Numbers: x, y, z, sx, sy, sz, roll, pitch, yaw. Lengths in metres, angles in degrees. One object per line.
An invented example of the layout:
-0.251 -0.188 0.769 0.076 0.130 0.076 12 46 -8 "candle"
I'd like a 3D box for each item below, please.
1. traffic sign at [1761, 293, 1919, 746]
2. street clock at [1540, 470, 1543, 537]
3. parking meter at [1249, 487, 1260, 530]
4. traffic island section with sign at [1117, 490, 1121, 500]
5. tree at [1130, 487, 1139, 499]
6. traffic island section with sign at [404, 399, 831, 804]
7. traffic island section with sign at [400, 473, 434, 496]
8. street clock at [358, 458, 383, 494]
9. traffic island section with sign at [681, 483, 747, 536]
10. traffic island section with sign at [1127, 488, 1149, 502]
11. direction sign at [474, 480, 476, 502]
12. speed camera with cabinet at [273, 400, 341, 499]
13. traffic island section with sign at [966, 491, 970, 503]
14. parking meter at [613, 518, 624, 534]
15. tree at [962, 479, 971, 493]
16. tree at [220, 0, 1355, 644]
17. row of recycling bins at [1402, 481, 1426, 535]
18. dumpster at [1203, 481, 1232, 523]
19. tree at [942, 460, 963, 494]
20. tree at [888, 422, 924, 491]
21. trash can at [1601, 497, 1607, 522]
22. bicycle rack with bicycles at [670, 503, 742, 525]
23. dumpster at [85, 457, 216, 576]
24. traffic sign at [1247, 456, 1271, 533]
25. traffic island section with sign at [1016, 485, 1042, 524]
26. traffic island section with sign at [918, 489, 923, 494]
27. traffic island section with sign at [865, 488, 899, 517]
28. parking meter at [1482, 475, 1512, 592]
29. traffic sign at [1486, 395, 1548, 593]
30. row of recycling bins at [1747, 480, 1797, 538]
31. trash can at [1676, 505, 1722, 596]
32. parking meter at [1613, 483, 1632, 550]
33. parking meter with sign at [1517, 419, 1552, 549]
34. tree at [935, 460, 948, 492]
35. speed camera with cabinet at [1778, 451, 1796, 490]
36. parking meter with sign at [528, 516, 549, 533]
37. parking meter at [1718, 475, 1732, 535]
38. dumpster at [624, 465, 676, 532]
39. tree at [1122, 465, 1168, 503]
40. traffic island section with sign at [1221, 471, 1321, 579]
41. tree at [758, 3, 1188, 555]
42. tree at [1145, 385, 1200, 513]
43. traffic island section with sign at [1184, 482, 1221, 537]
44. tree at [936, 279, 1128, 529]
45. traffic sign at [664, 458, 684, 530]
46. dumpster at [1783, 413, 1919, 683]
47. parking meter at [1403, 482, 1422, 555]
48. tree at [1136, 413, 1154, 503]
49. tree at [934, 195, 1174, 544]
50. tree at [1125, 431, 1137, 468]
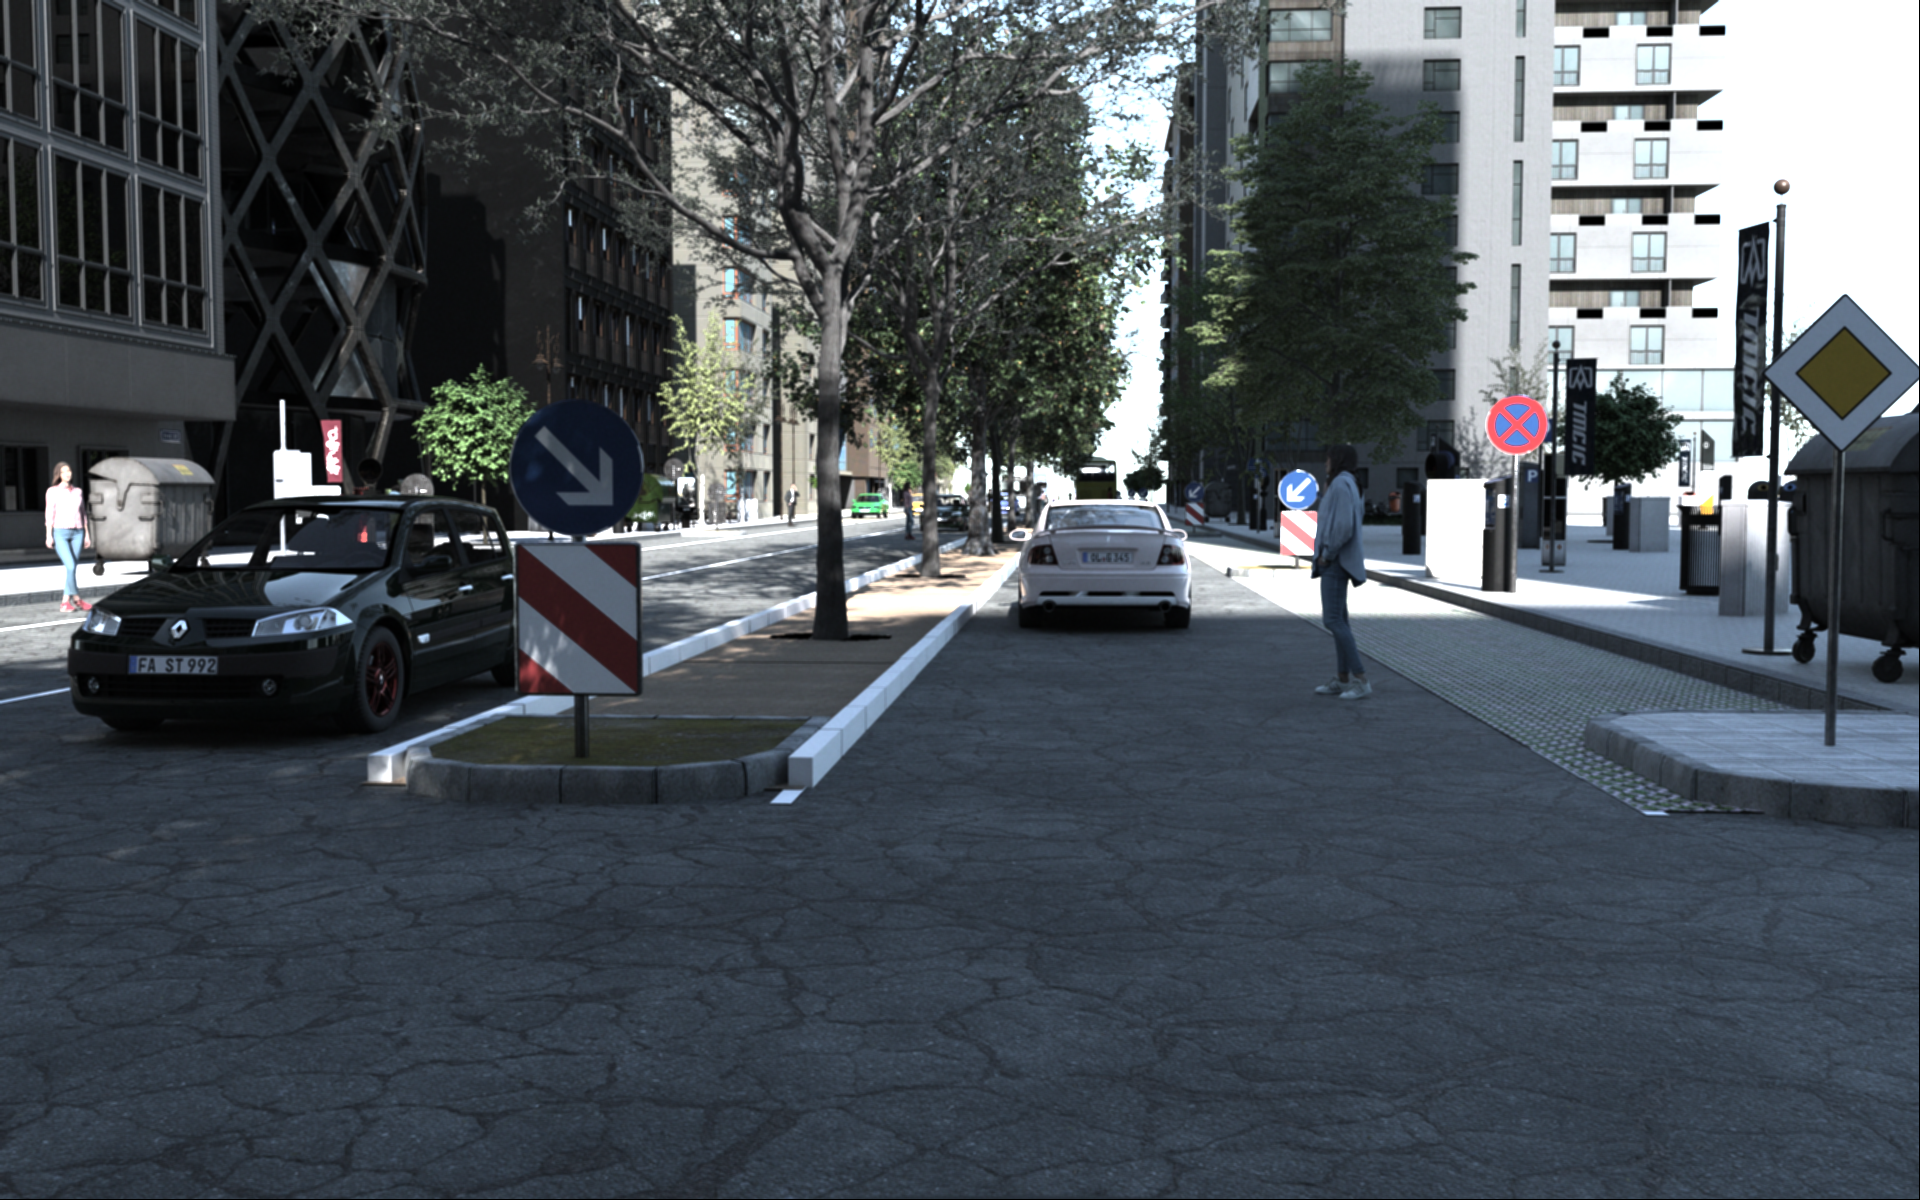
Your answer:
4.438 -0.314 8.777 0.795 2.450 0.064 0 4 4 "traffic sign"
17.253 -2.862 51.357 0.358 2.002 0.471 -1 4 -17 "street clock"
10.610 -3.298 62.333 0.372 1.533 0.369 0 3 0 "parking meter"
13.295 -7.763 135.558 1.989 1.847 2.006 0 4 4 "traffic island section with sign"
20.696 -12.688 202.043 1.663 3.219 1.824 0 3 0 "tree"
-1.792 -0.051 8.964 2.006 1.907 1.989 0 4 4 "traffic island section with sign"
-10.404 -1.468 32.626 1.989 1.847 2.006 0 4 4 "traffic island section with sign"
-11.815 -1.845 34.735 0.471 2.002 0.358 -1 4 -18 "street clock"
-8.439 -3.128 59.778 1.989 1.847 2.006 0 4 4 "traffic island section with sign"
11.361 -6.116 108.626 1.989 1.847 2.006 0 4 4 "traffic island section with sign"
-15.451 -3.862 55.142 0.876 3.537 0.379 1 4 9 "direction sign"
-13.619 -2.556 36.122 0.660 3.252 2.038 -3 5 -44 "speed camera with cabinet"
1.087 -11.180 191.423 1.989 1.847 2.006 0 4 4 "traffic island section with sign"
-11.022 -2.903 55.867 0.372 1.533 0.369 0 3 0 "parking meter"
1.060 -13.815 220.470 1.663 3.219 1.824 0 3 0 "tree"
-1.295 -6.358 16.787 12.009 13.543 11.850 0 3 0 "tree"
15.232 -2.836 53.481 1.069 1.692 3.534 -3 5 -43 "row of recycling bins"
11.664 -4.444 78.421 1.264 1.857 1.865 0 4 4 "dumpster"
-1.223 -15.120 197.581 4.737 8.622 4.395 0 3 0 "tree"
-3.332 -14.926 162.161 7.486 12.596 7.792 0 3 0 "tree"
28.765 -3.975 76.652 0.748 1.137 0.748 0 3 0 "trash can"
-10.836 -3.623 72.617 2.925 0.926 2.852 0 4 6 "bicycle rack with bicycles"
-12.937 -1.342 27.707 1.264 1.857 1.865 0 4 4 "dumpster"
9.790 -3.466 56.782 0.768 2.556 0.104 1 4 9 "traffic sign"
3.621 -4.634 83.908 2.006 1.907 1.989 0 4 4 "traffic island section with sign"
-2.931 -7.787 135.940 1.989 1.847 2.006 0 4 4 "traffic island section with sign"
-4.891 -6.131 108.866 1.989 1.847 2.006 0 4 4 "traffic island section with sign"
7.071 -0.879 22.789 0.372 1.533 0.369 0 3 0 "parking meter"
7.165 -1.361 22.352 0.768 2.556 0.104 1 4 11 "traffic sign"
24.976 -2.686 51.021 1.069 1.692 3.534 -3 5 -42 "row of recycling bins"
9.508 -0.637 22.065 0.748 1.137 0.748 0 3 0 "trash can"
15.295 -1.932 40.004 0.372 1.533 0.369 0 3 0 "parking meter"
13.439 -2.731 40.908 0.543 3.016 1.738 0 4 1 "parking meter with sign"
-2.678 -14.147 181.659 4.360 8.622 3.978 0 3 0 "tree"
38.523 -5.206 79.449 2.038 3.252 0.660 0 4 -4 "speed camera with cabinet"
-14.222 -3.792 58.268 0.543 3.016 1.738 -2 4 -34 "parking meter with sign"
23.838 -2.952 53.979 0.255 1.863 0.399 0 4 0 "parking meter"
-10.558 -3.432 58.611 1.502 2.255 1.985 0 4 4 "dumpster"
20.523 -13.098 197.871 4.285 4.588 4.351 0 3 0 "tree"
5.670 -1.311 30.067 1.989 1.847 2.006 0 4 4 "traffic island section with sign"
0.439 -7.389 40.269 9.611 12.733 9.660 0 3 0 "tree"
14.477 -10.129 115.964 4.360 8.622 3.978 0 3 0 "tree"
7.689 -3.015 57.921 1.989 1.847 2.006 0 4 4 "traffic island section with sign"
2.973 -9.194 70.906 7.486 12.596 7.792 0 3 0 "tree"
-10.149 -3.750 61.411 0.768 2.556 0.104 1 4 11 "traffic sign"
6.860 -0.404 12.361 1.264 1.857 1.865 0 4 4 "dumpster"
9.608 -1.736 36.803 0.372 1.533 0.369 0 3 0 "parking meter"
12.583 -8.779 93.901 4.737 8.622 4.395 0 3 0 "tree"
0.989 -7.457 50.139 9.928 11.665 9.643 0 3 0 "tree"
16.986 -12.459 154.065 4.737 8.622 4.395 0 3 0 "tree"
